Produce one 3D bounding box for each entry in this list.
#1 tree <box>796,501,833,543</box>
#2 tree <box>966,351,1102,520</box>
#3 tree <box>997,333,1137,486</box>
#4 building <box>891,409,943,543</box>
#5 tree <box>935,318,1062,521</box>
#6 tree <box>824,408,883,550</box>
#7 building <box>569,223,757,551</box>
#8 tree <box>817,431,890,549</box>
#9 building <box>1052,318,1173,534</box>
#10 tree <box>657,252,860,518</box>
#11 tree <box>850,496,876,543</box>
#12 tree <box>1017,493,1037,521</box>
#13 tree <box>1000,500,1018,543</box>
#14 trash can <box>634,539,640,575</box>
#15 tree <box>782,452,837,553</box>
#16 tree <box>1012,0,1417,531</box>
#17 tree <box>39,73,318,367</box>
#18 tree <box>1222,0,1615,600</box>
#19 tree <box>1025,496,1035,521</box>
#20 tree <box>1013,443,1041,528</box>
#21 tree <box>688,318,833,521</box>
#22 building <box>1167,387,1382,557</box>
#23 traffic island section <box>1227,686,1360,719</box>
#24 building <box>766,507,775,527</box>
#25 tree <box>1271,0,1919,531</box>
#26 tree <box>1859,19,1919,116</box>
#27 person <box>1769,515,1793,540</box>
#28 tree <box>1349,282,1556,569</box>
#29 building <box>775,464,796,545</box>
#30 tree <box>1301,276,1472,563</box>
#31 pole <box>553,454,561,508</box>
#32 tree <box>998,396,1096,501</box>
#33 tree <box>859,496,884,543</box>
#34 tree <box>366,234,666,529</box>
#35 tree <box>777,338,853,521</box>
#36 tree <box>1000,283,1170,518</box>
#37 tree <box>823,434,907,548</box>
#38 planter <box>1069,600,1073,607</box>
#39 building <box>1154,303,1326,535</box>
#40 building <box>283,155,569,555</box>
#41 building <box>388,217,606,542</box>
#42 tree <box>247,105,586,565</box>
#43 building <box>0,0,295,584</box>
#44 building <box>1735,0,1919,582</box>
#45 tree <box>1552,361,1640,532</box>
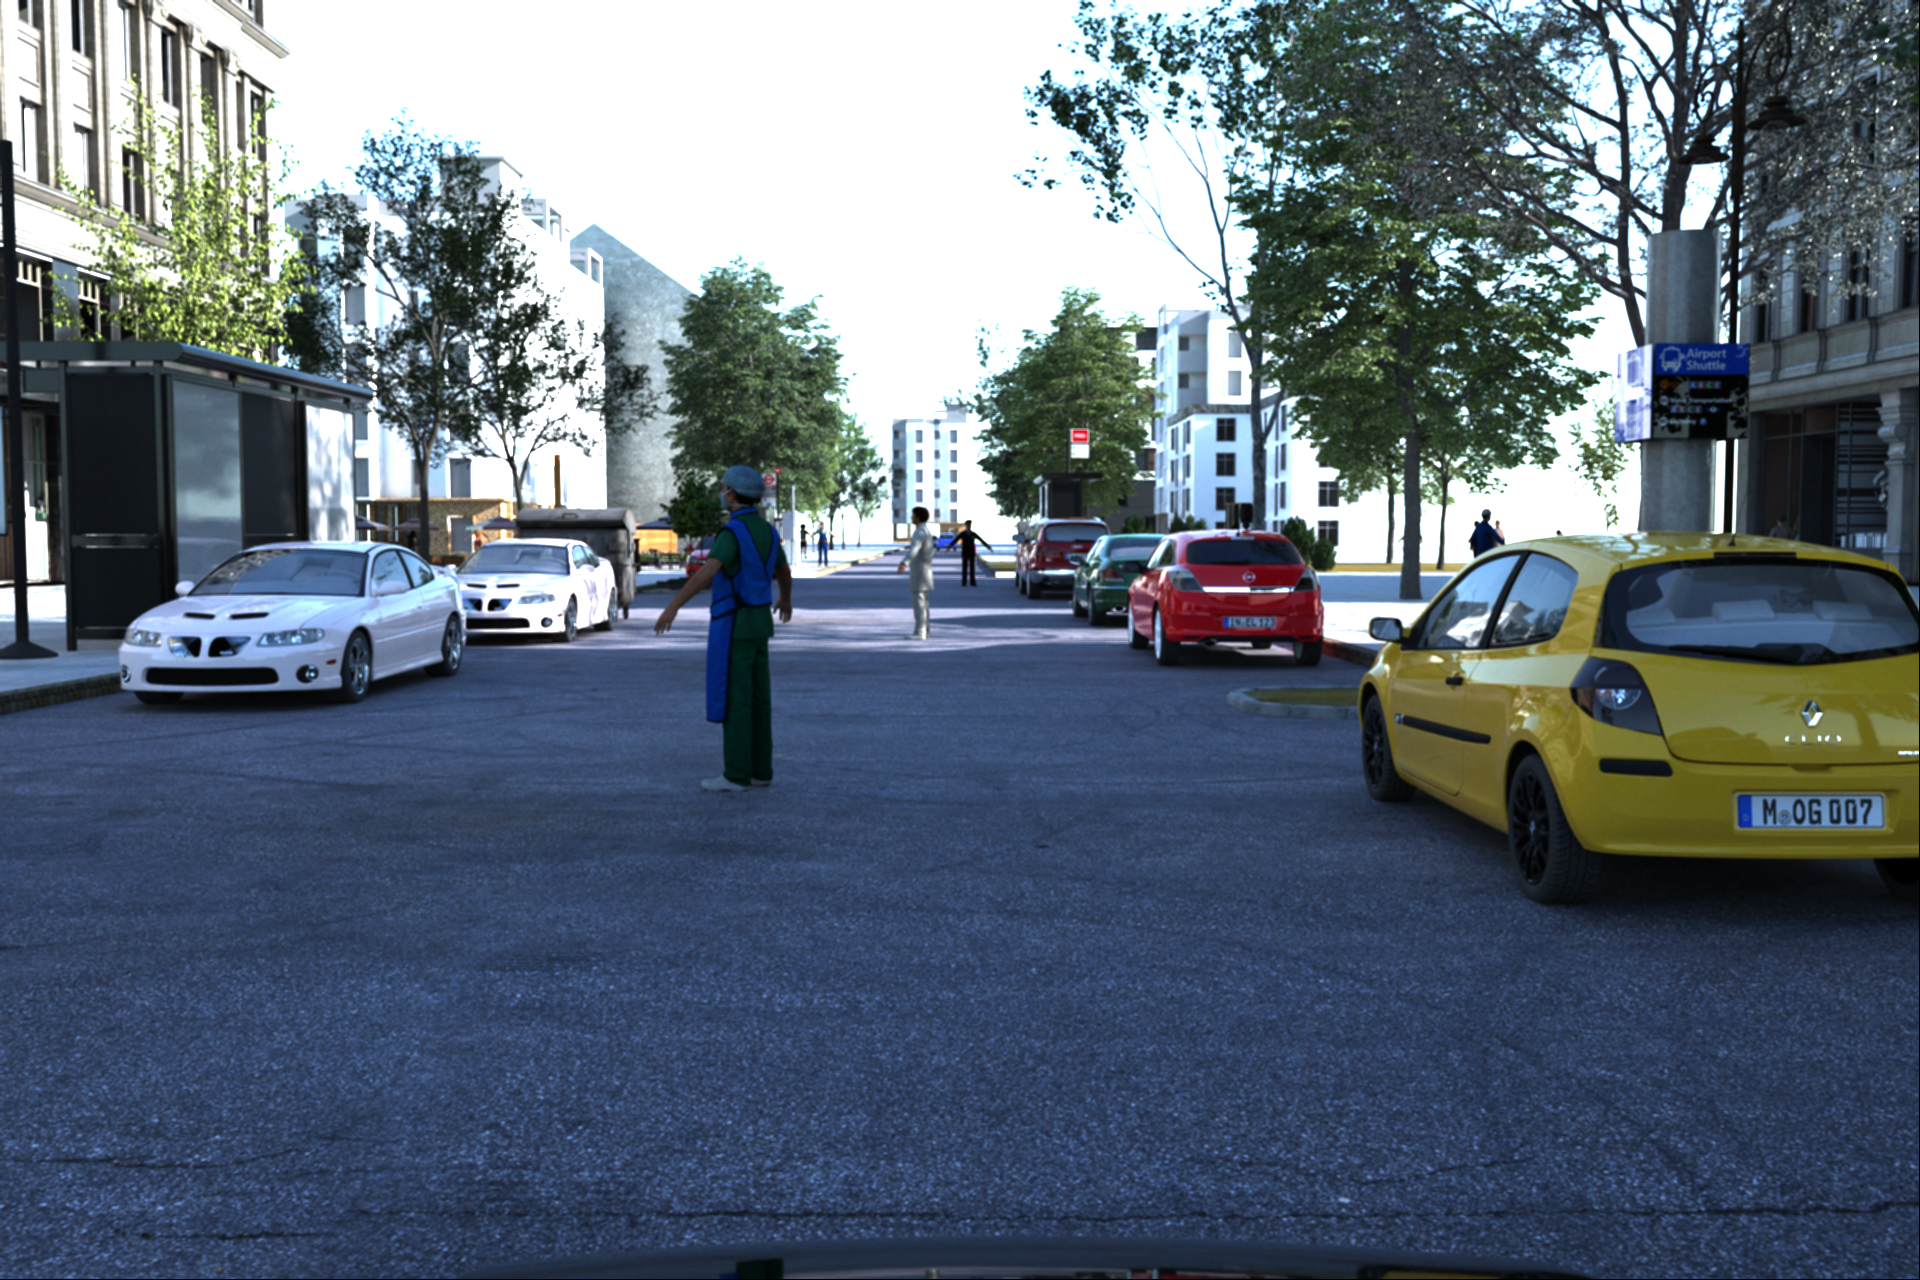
[{"bbox_3d":[-21.411,-19.561,254.237,7.601,10.594,8.767,0,4,5],"label":"tree"},{"bbox_3d":[5.492,-12.893,117.455,9.857,13.997,8.962,0,3,0],"label":"tree"},{"bbox_3d":[5.495,-9.959,88.577,9.928,11.665,9.643,0,3,0],"label":"tree"},{"bbox_3d":[-9.630,-24.127,253.358,11.380,20.090,16.016,-1,4,-9],"label":"building"},{"bbox_3d":[4.119,-18.199,153.446,12.611,20.169,13.585,0,3,0],"label":"tree"},{"bbox_3d":[-10.212,-13.061,139.296,9.928,11.665,9.643,0,3,0],"label":"tree"},{"bbox_3d":[-25.934,-18.400,131.776,19.493,23.208,18.063,0,4,-1],"label":"building"},{"bbox_3d":[-10.100,-13.271,151.385,8.767,10.594,7.601,0,4,6],"label":"tree"},{"bbox_3d":[23.317,-20.542,179.837,27.936,21.610,32.646,0,3,0],"label":"building"},{"bbox_3d":[-9.127,-10.504,78.399,9.857,13.997,8.962,0,3,0],"label":"tree"},{"bbox_3d":[-13.255,-18.233,248.473,4.360,8.622,3.978,0,3,0],"label":"tree"},{"bbox_3d":[5.694,-11.755,142.556,4.737,8.622,4.395,0,3,0],"label":"tree"},{"bbox_3d":[8.217,-18.383,250.921,4.360,8.622,3.978,0,3,0],"label":"tree"},{"bbox_3d":[-10.474,-2.642,54.854,0.748,1.137,0.748,0,3,0],"label":"trash can"},{"bbox_3d":[-10.094,-10.189,116.950,4.737,8.622,4.395,0,3,0],"label":"tree"},{"bbox_3d":[7.633,-11.773,48.381,12.611,20.169,13.585,0,3,0],"label":"tree"},{"bbox_3d":[-12.108,-4.727,27.656,4.737,8.622,4.395,0,3,0],"label":"tree"},{"bbox_3d":[8.550,-7.090,34.055,7.486,12.596,7.792,0,3,0],"label":"tree"},{"bbox_3d":[10.620,-18.693,255.988,4.360,8.622,3.978,0,3,0],"label":"tree"},{"bbox_3d":[5.291,-10.898,128.546,4.737,8.622,4.395,0,3,0],"label":"tree"},{"bbox_3d":[-10.550,-10.448,88.958,7.486,12.596,7.792,0,3,0],"label":"tree"},{"bbox_3d":[19.505,-10.377,111.811,9.099,9.664,28.070,0,4,0],"label":"building"},{"bbox_3d":[3.273,0.518,14.397,1.991,0.108,1.994,0,4,-1],"label":"traffic island section"},{"bbox_3d":[-30.161,-21.797,187.315,19.493,23.208,18.063,0,4,-1],"label":"building"},{"bbox_3d":[8.968,-6.834,22.103,12.009,13.543,11.850,0,3,0],"label":"tree"},{"bbox_3d":[8.946,-6.231,8.527,9.857,13.997,8.962,0,3,0],"label":"tree"},{"bbox_3d":[20.771,-2.283,43.896,0.617,1.759,0.750,1,4,19],"label":"person"},{"bbox_3d":[17.736,-7.826,62.367,7.601,10.594,8.767,0,4,-2],"label":"tree"},{"bbox_3d":[-26.052,-21.617,209.855,16.016,20.090,11.380,0,4,0],"label":"building"},{"bbox_3d":[18.642,-9.675,76.311,7.486,12.596,7.792,0,3,0],"label":"tree"},{"bbox_3d":[-10.263,-3.081,44.212,0.158,3.312,0.155,0,3,0],"label":"pole"},{"bbox_3d":[5.429,-10.304,102.886,7.601,10.594,8.767,-3,4,-39],"label":"tree"},{"bbox_3d":[-12.697,-18.650,255.295,4.360,8.622,3.978,0,3,0],"label":"tree"},{"bbox_3d":[-12.953,-7.141,51.173,8.767,10.594,7.601,-2,4,-24],"label":"tree"},{"bbox_3d":[-9.886,-11.107,99.719,7.486,12.596,7.792,0,3,0],"label":"tree"},{"bbox_3d":[5.676,-9.857,79.294,7.486,12.596,7.792,0,3,0],"label":"tree"},{"bbox_3d":[-9.349,-13.893,161.555,8.767,10.594,7.601,-2,4,-27],"label":"tree"},{"bbox_3d":[3.188,-0.823,34.601,1.991,0.319,1.994,0,4,-1],"label":"planter"},{"bbox_3d":[21.225,-17.499,142.520,16.016,20.090,11.380,0,4,-1],"label":"building"},{"bbox_3d":[-27.655,-14.158,87.903,16.016,20.090,11.380,0,4,-1],"label":"building"},{"bbox_3d":[-29.044,-15.194,104.840,16.016,20.090,11.380,0,4,0],"label":"building"},{"bbox_3d":[-12.306,-6.387,38.835,8.767,10.594,7.601,1,4,17],"label":"tree"},{"bbox_3d":[-28.364,-16.246,45.218,16.754,29.471,25.880,0,4,-1],"label":"building"},{"bbox_3d":[27.253,-12.198,49.400,10.553,20.879,40.483,0,4,0],"label":"building"},{"bbox_3d":[27.189,-7.503,73.044,4.737,8.622,4.395,0,3,0],"label":"tree"}]
